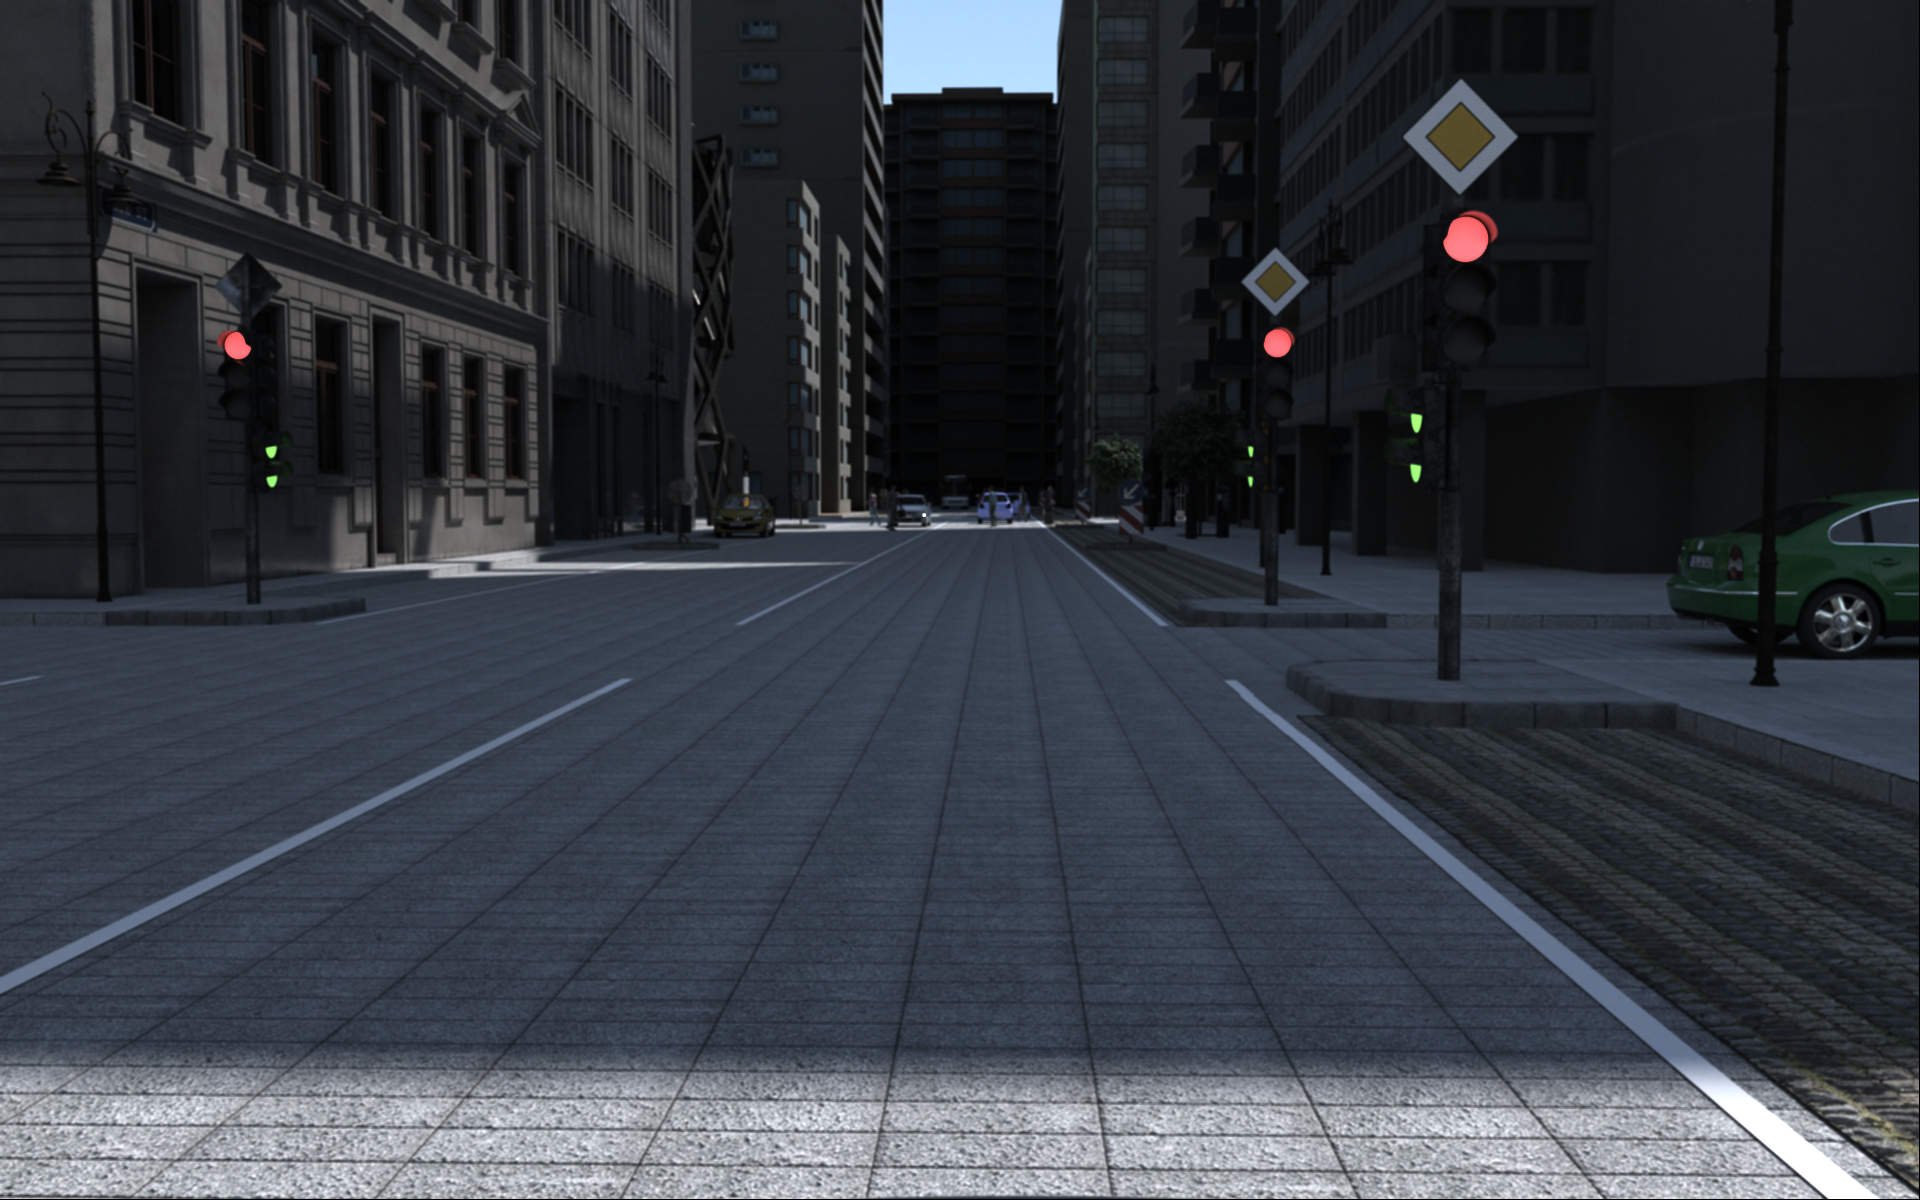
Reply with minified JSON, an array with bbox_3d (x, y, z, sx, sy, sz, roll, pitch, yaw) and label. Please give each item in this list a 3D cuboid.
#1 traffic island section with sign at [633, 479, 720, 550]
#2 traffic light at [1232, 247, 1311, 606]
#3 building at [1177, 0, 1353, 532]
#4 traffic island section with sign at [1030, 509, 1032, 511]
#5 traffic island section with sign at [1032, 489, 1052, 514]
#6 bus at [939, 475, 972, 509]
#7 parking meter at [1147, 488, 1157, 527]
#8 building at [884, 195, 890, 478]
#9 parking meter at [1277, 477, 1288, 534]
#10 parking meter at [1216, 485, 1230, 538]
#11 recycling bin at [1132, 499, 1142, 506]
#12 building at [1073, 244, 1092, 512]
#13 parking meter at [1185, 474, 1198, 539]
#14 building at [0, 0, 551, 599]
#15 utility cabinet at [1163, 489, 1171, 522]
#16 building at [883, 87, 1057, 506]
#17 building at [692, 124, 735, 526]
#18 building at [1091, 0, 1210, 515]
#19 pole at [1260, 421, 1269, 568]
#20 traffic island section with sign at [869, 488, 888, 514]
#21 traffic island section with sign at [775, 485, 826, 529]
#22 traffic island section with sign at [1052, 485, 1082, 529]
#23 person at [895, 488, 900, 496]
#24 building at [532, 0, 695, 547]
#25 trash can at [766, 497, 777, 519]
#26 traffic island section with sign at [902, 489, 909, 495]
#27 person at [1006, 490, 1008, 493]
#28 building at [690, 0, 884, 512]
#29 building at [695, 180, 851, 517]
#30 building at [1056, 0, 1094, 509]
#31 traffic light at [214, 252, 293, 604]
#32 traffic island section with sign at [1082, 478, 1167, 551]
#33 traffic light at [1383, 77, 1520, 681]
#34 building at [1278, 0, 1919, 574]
[{"bbox_3d":[-7.320,-2.225,45.000,1.989,1.847,2.006,0,4,1],"label":"traffic island section with sign"},{"bbox_3d":[3.567,-1.891,19.844,0.839,4.253,0.868,0,4,1],"label":"traffic light"},{"bbox_3d":[20.524,-25.388,69.724,22.147,44.769,28.867,0,4,1],"label":"building"},{"bbox_3d":[6.949,-8.562,148.623,1.989,1.847,2.006,0,4,1],"label":"traffic island section with sign"},{"bbox_3d":[6.243,-6.914,121.677,1.989,1.847,2.006,0,4,1],"label":"traffic island section with sign"},{"bbox_3d":[-0.441,-10.334,163.821,2.948,3.499,13.247,0,4,0],"label":"bus"},{"bbox_3d":[7.508,-3.620,67.594,0.372,1.533,0.369,0,3,0],"label":"parking meter"},{"bbox_3d":[-13.779,-23.984,163.840,14.107,30.474,14.160,0,4,1],"label":"building"},{"bbox_3d":[10.347,-3.063,55.795,0.399,1.863,0.255,1,4,13],"label":"parking meter"},{"bbox_3d":[7.719,-2.595,50.844,0.372,1.533,0.369,0,3,0],"label":"parking meter"},{"bbox_3d":[8.325,-4.168,80.703,0.722,1.027,0.722,0,4,6],"label":"recycling bin"},{"bbox_3d":[23.246,-17.681,134.117,27.650,21.520,28.899,0,4,1],"label":"building"},{"bbox_3d":[6.614,-2.676,49.468,0.255,1.863,0.399,-1,4,-9],"label":"parking meter"},{"bbox_3d":[-15.165,-11.876,30.333,11.583,22.565,21.152,0,4,1],"label":"building"},{"bbox_3d":[8.515,-3.815,71.061,0.318,1.500,1.173,0,4,5],"label":"utility cabinet"},{"bbox_3d":[0.719,-32.717,189.548,28.867,44.769,22.147,0,4,1],"label":"building"},{"bbox_3d":[-17.975,-12.441,70.867,16.820,18.784,16.811,0,4,1],"label":"building"},{"bbox_3d":[15.547,-26.218,112.254,14.154,41.232,14.086,0,4,1],"label":"building"},{"bbox_3d":[5.325,-2.215,30.055,0.158,3.312,0.155,0,3,0],"label":"pole"},{"bbox_3d":[-5.319,-6.933,121.985,1.989,1.847,2.006,0,4,1],"label":"traffic island section with sign"},{"bbox_3d":[-6.609,-3.884,72.139,1.989,1.847,2.006,0,4,1],"label":"traffic island section with sign"},{"bbox_3d":[4.960,-3.878,72.032,1.989,1.847,2.006,0,4,1],"label":"traffic island section with sign"},{"bbox_3d":[-4.428,-6.828,120.151,1.348,1.823,0.705,-1,4,-12],"label":"person"},{"bbox_3d":[-15.748,-14.286,51.593,12.078,24.808,19.932,0,4,1],"label":"building"},{"bbox_3d":[-9.284,-4.471,84.749,0.748,1.137,0.748,0,3,0],"label":"trash can"},{"bbox_3d":[-4.631,-8.581,148.931,1.989,1.847,2.006,0,4,1],"label":"traffic island section with sign"},{"bbox_3d":[4.028,-8.548,148.284,1.348,1.821,0.705,2,4,34],"label":"person"},{"bbox_3d":[-17.331,-31.301,135.477,21.300,48.544,21.600,0,4,1],"label":"building"},{"bbox_3d":[-22.072,-16.222,110.271,27.650,21.520,28.899,0,4,1],"label":"building"},{"bbox_3d":[19.834,-32.732,158.864,21.300,48.544,21.600,0,4,1],"label":"building"},{"bbox_3d":[-8.240,-1.909,20.132,0.839,4.253,0.868,0,4,1],"label":"traffic light"},{"bbox_3d":[4.241,-2.197,44.547,1.989,1.847,2.006,0,4,1],"label":"traffic island section with sign"},{"bbox_3d":[3.361,-1.403,11.861,0.839,4.253,0.868,0,4,1],"label":"traffic light"},{"bbox_3d":[19.396,-20.859,32.918,23.993,40.220,32.217,0,4,1],"label":"building"}]
